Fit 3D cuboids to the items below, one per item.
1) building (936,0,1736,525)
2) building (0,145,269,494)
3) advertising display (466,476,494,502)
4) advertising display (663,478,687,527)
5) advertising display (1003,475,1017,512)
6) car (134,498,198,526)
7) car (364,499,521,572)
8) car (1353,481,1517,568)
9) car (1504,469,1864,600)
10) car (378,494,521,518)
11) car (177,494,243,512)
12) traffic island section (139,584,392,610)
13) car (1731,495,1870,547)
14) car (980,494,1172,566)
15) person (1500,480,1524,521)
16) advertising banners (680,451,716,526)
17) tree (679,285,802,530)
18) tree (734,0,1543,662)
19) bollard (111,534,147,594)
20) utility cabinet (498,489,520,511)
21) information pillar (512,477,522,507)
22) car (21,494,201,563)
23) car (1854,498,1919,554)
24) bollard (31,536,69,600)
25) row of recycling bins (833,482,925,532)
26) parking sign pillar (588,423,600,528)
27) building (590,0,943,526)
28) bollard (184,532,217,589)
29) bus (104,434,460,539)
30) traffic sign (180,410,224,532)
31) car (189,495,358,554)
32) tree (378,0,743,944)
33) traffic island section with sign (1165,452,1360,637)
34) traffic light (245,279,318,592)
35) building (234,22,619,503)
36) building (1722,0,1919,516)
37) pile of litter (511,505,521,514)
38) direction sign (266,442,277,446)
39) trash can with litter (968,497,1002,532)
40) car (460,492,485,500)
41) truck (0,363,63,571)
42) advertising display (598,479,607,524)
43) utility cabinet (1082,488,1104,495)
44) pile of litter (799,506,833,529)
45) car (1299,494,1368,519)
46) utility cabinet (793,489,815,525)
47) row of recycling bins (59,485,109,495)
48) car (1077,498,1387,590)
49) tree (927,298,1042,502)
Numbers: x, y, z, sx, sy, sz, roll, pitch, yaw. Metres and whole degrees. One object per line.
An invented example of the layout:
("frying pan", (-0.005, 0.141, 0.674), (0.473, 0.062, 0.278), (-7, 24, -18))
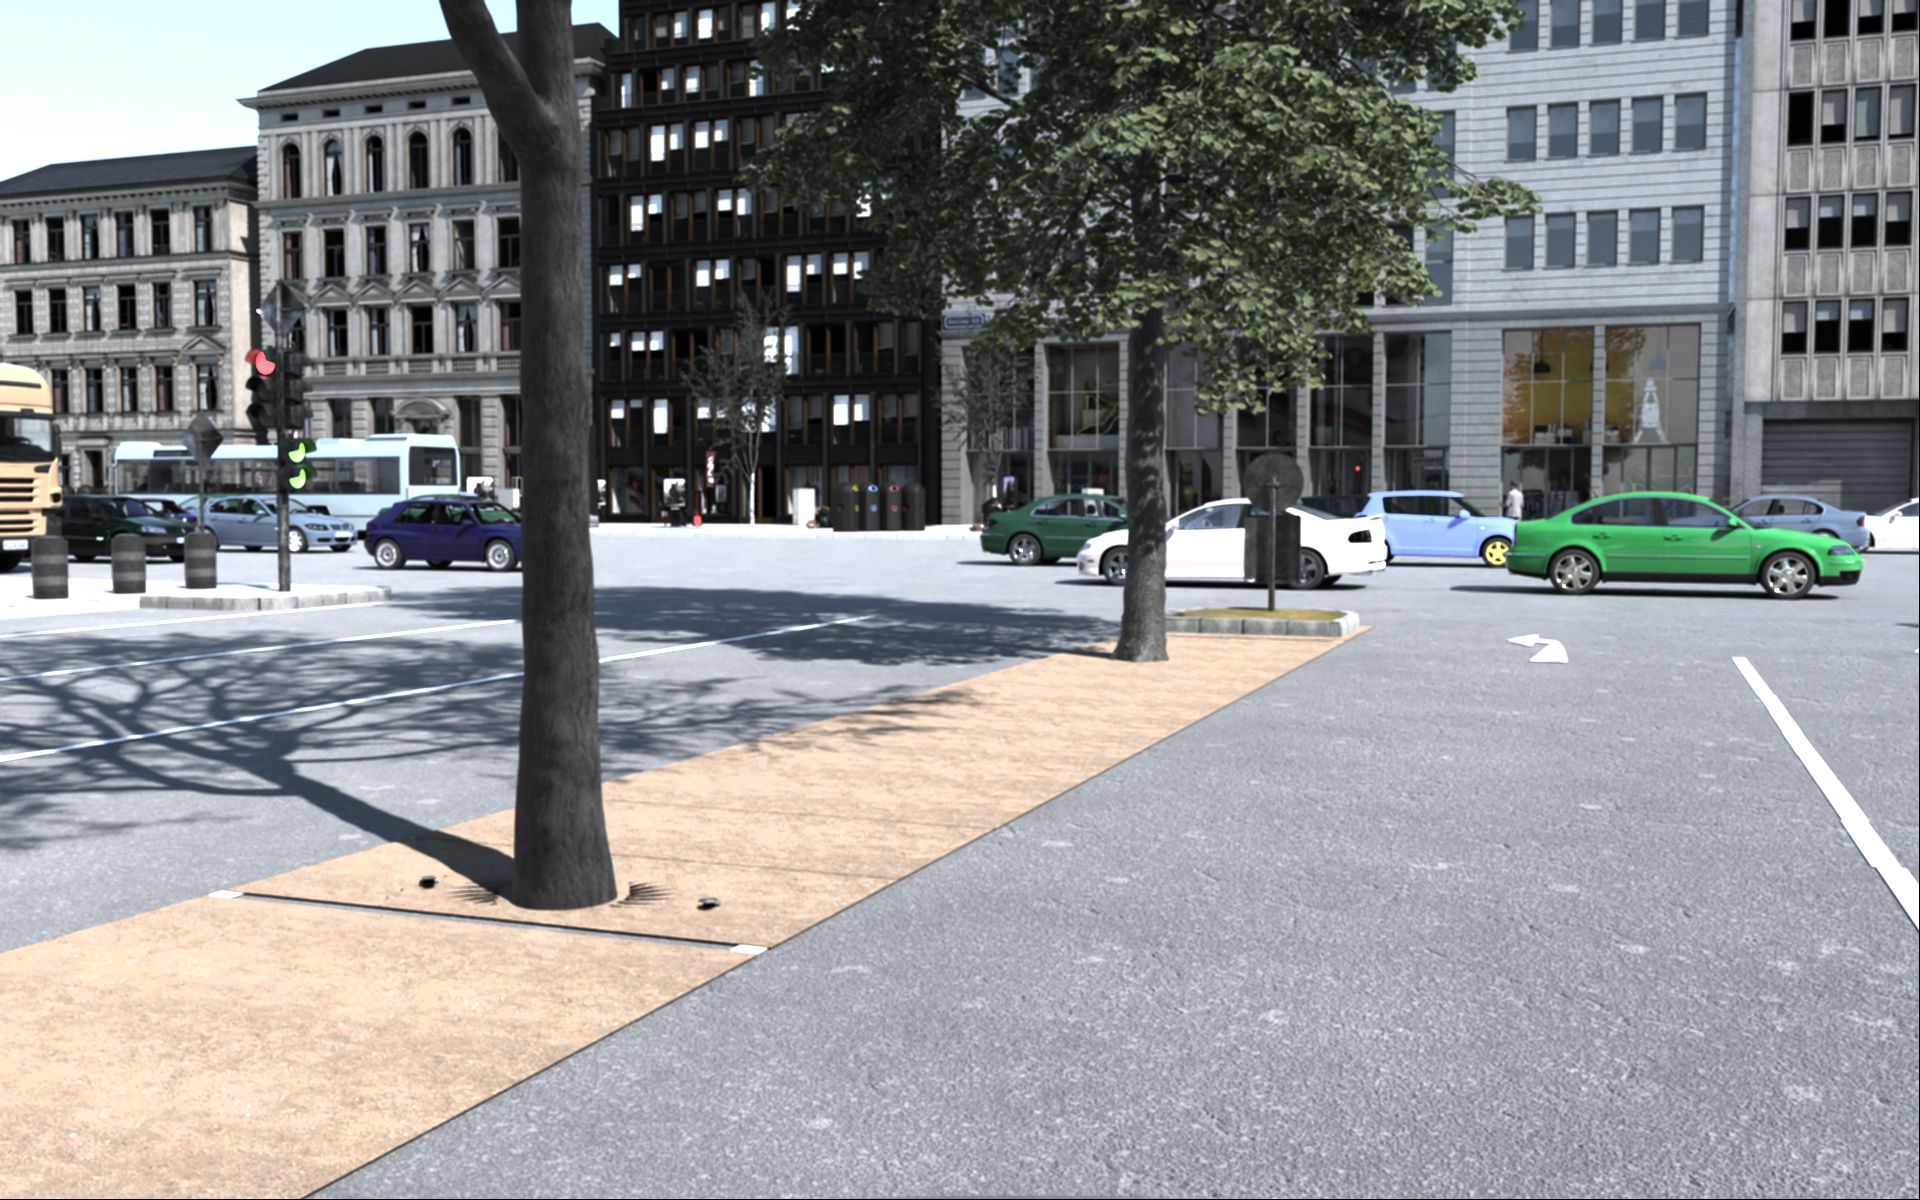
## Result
("building", (14.918, -17.900, 70.150), (29.804, 29.767, 11.434), (1, 4, 21))
("building", (-42.057, -13.872, 91.435), (19.286, 19.102, 10.561), (1, 4, 21))
("advertising display", (-17.190, -3.476, 62.054), (0.974, 1.923, 0.123), (-1, 4, -23))
("advertising display", (-11.193, -3.844, 68.065), (0.974, 1.923, 0.123), (1, 4, 15))
("advertising display", (1.742, -3.369, 60.299), (0.123, 1.923, 0.974), (-1, 4, -23))
("car", (-20.221, -1.761, 41.374), (3.894, 1.354, 1.945), (1, 4, 20))
("car", (-9.255, -1.239, 32.832), (3.894, 1.354, 1.945), (1, 4, 20))
("car", (9.648, -1.530, 34.602), (3.694, 1.707, 1.945), (1, 4, 20))
("car", (10.238, -0.971, 24.680), (4.718, 1.807, 1.959), (1, 4, 23))
("car", (-14.256, -2.288, 49.211), (4.920, 1.459, 2.131), (1, 4, 20))
("car", (-22.827, -2.527, 53.118), (4.920, 1.459, 2.131), (1, 4, 21))
("traffic island section", (-8.891, -0.031, 22.783), (2.009, 0.180, 2.903), (1, 4, 21))
("car", (18.498, -1.715, 40.042), (4.499, 1.417, 2.014), (1, 4, 23))
("car", (2.853, -1.404, 34.753), (4.920, 1.459, 2.131), (1, 4, 19))
("person", (14.275, -2.215, 44.920), (0.606, 1.804, 0.583), (-2, 4, -34))
("advertising banners", (-10.617, -4.496, 69.698), (0.090, 3.025, 2.074), (3, 5, 44))
("tree", (-7.520, -6.776, 61.148), (4.360, 8.622, 3.978), (0, 3, 0))
("tree", (1.622, -5.770, 14.929), (7.486, 12.596, 7.792), (0, 3, 0))
("bollard", (-10.729, -0.467, 22.352), (0.404, 0.777, 0.398), (0, 3, 0))
("utility cabinet", (-18.243, -3.757, 70.098), (1.173, 1.500, 0.318), (3, 5, 45))
("information pillar", (-19.207, -4.320, 75.124), (0.304, 2.012, 0.304), (2, 4, 31))
("car", (-17.929, -1.630, 36.434), (4.222, 1.686, 2.009), (1, 4, 19))
("car", (23.231, -1.804, 41.851), (4.827, 1.381, 2.083), (1, 4, 23))
("bollard", (-11.154, -0.398, 21.228), (0.404, 0.777, 0.398), (0, 3, 0))
("row of recycling bins", (-2.799, -3.205, 59.516), (3.534, 1.692, 1.069), (-2, 4, -35))
("parking sign pillar", (-14.503, -4.746, 66.062), (1.447, 3.967, 1.447), (0, 4, 1))
("building", (-6.423, -15.213, 78.407), (15.834, 23.373, 12.332), (1, 4, 21))
("bollard", (-10.295, -0.536, 23.473), (0.404, 0.777, 0.398), (0, 3, 0))
("bus", (-22.480, -3.757, 56.293), (13.247, 3.499, 2.948), (1, 4, 22))
("traffic sign", (-10.434, -1.386, 23.839), (0.795, 2.450, 0.064), (1, 4, 23))
("car", (-17.113, -1.895, 42.994), (4.499, 1.417, 2.014), (1, 4, 21))
("tree", (-1.417, -5.670, 5.537), (12.009, 13.543, 11.850), (0, 3, 0))
("traffic island section with sign", (3.205, -0.630, 18.431), (2.006, 1.907, 1.989), (1, 4, 21))
("traffic light", (-8.857, -2.062, 22.635), (0.839, 4.253, 0.868), (1, 4, 21))
("building", (-23.310, -15.645, 84.667), (19.941, 23.489, 11.050), (1, 4, 21))
("building", (38.256, -14.905, 61.723), (19.932, 24.808, 12.078), (1, 4, 21))
("pile of litter", (-16.857, -3.114, 64.886), (1.176, 0.858, 1.719), (-1, 4, -11))
("direction sign", (-30.162, -5.144, 76.109), (0.876, 3.537, 0.379), (2, 4, 29))
("trash can with litter", (0.851, -2.926, 59.224), (1.055, 1.170, 0.624), (-2, 4, -29))
("car", (-16.440, -2.913, 57.218), (3.694, 1.707, 1.945), (1, 4, 20))
("truck", (-21.449, -2.652, 32.276), (11.283, 4.237, 2.839), (1, 4, 19))
("advertising display", (-15.733, -4.251, 74.715), (0.974, 1.923, 0.123), (-2, 4, -32))
("utility cabinet", (5.213, -3.620, 67.868), (0.318, 1.500, 1.173), (3, 4, 36))
("pile of litter", (-5.253, -3.116, 64.910), (1.719, 0.858, 1.176), (-1, 4, -22))
("car", (10.146, -2.014, 42.719), (4.222, 1.686, 2.009), (1, 4, 19))
("utility cabinet", (-6.360, -3.776, 70.417), (0.318, 1.500, 1.173), (2, 4, 28))
("row of recycling bins", (-39.440, -4.297, 77.368), (3.534, 1.692, 1.069), (-1, 4, -9))
("car", (4.192, -0.898, 27.049), (4.827, 1.381, 2.083), (1, 4, 22))
("tree", (1.046, -6.959, 64.144), (4.360, 8.622, 3.978), (0, 3, 0))
